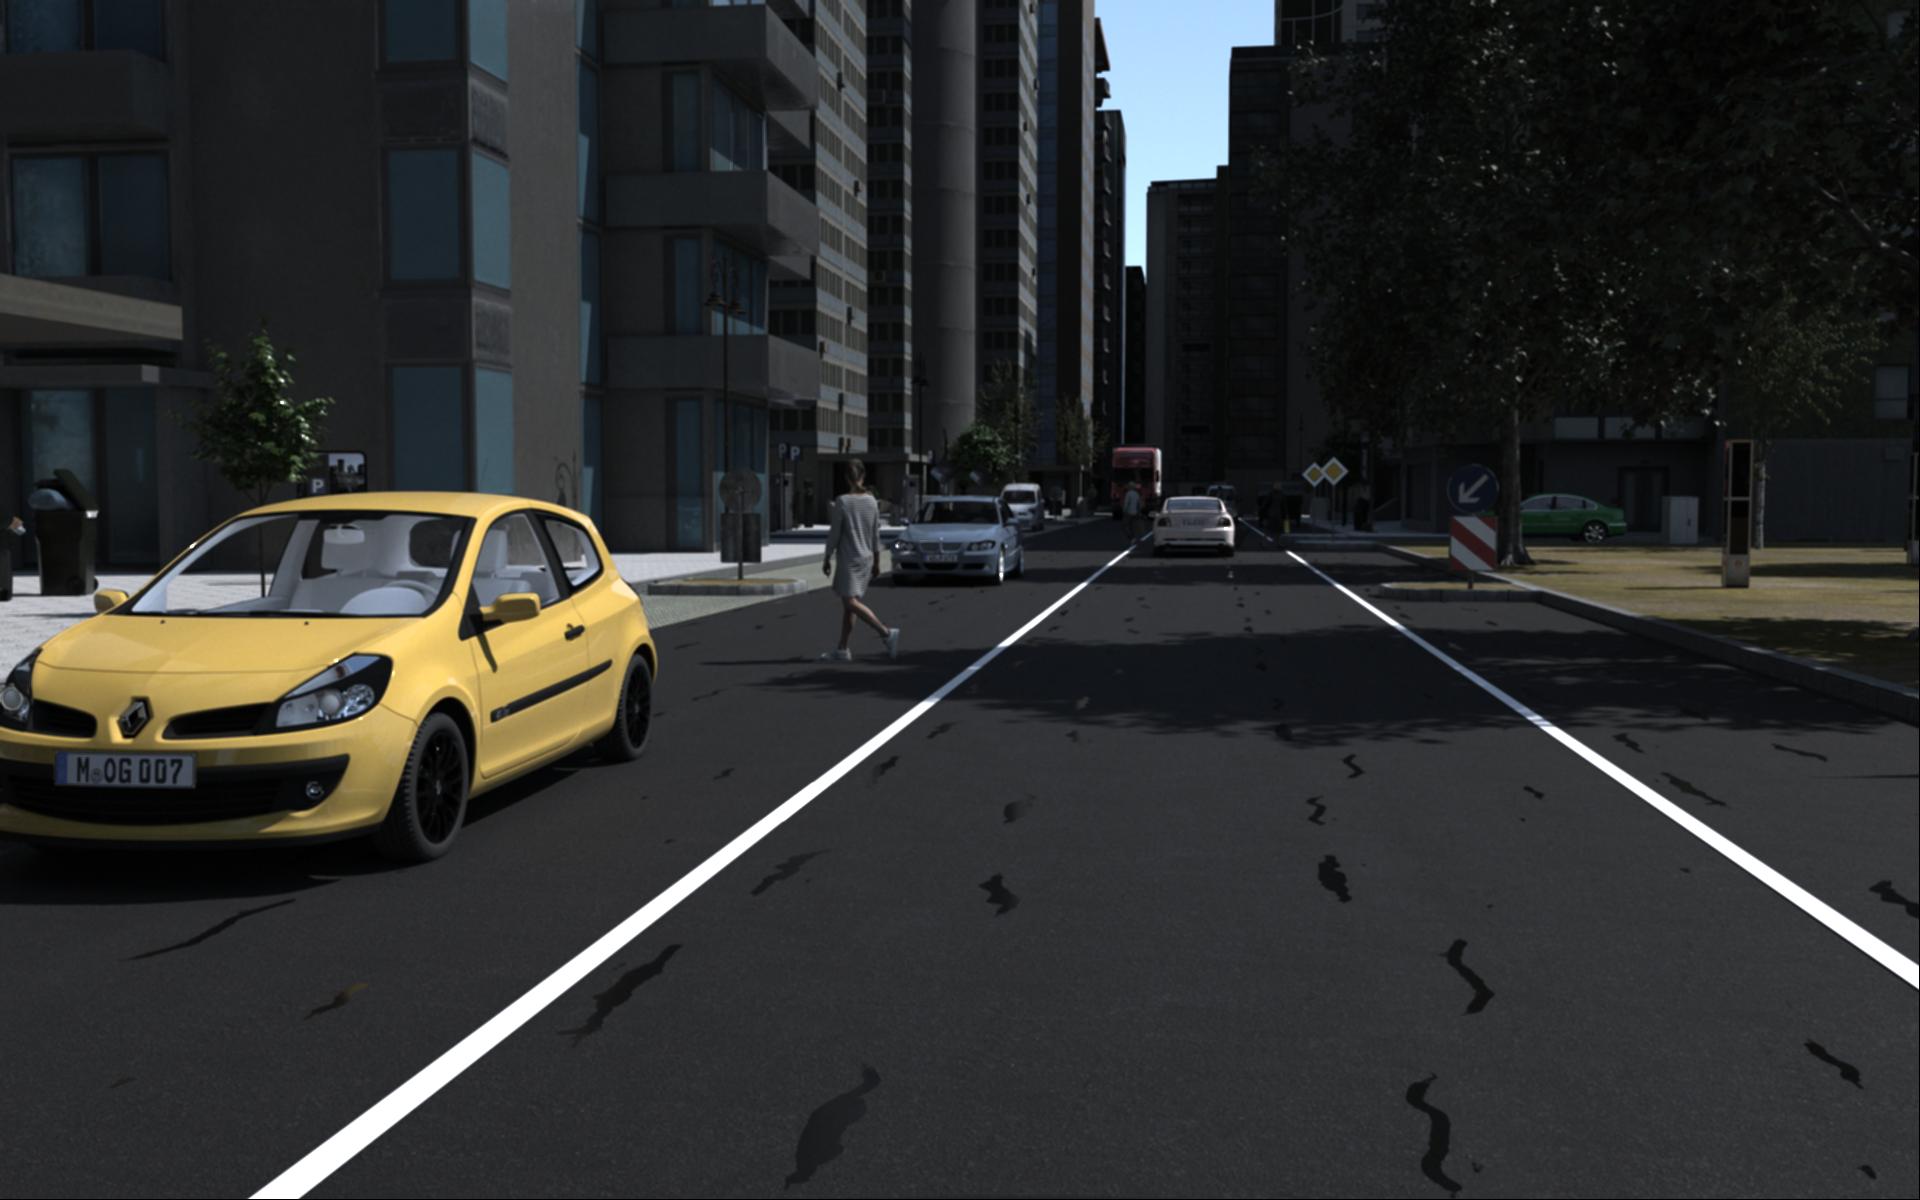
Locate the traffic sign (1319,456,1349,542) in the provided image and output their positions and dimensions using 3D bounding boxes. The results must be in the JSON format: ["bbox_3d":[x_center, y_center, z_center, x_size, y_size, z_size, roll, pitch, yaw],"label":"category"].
[{"bbox_3d":[9.951,-2.601,46.167,0.795,2.450,0.064,0,4,8],"label":"traffic sign"}]

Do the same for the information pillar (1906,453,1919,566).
[{"bbox_3d":[17.042,-1.606,30.749,0.304,2.012,0.304,1,4,14],"label":"information pillar"}]

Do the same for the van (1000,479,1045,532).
[{"bbox_3d":[2.315,-3.646,66.626,2.013,2.044,4.112,0,4,7],"label":"van"}]

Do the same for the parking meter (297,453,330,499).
[{"bbox_3d":[-9.268,-1.171,24.855,0.399,1.863,0.255,-3,5,-41],"label":"parking meter"}]

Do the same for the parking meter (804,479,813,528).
[{"bbox_3d":[-5.772,-3.689,66.022,0.255,1.863,0.399,-2,4,-24],"label":"parking meter"}]

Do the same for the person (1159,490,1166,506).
[{"bbox_3d":[17.265,-8.465,147.625,0.721,1.743,1.217,-1,4,-22],"label":"person"}]

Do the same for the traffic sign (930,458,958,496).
[{"bbox_3d":[-0.439,-2.691,47.637,0.795,2.450,0.064,0,4,8],"label":"traffic sign"}]

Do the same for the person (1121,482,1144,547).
[{"bbox_3d":[4.762,-2.350,47.401,0.515,1.767,0.782,3,5,44],"label":"person"}]

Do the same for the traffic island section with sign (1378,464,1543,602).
[{"bbox_3d":[6.863,-0.938,23.966,1.989,1.847,2.006,0,4,8],"label":"traffic island section with sign"}]

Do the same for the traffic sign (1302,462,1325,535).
[{"bbox_3d":[11.059,-3.085,54.075,0.795,2.450,0.064,0,4,8],"label":"traffic sign"}]

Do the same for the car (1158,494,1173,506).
[{"bbox_3d":[24.153,-11.730,203.783,2.014,1.417,4.499,1,4,9],"label":"car"}]

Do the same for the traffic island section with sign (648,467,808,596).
[{"bbox_3d":[-3.283,-1.011,25.162,1.989,1.847,2.006,0,4,8],"label":"traffic island section with sign"}]

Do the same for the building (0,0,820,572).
[{"bbox_3d":[-19.143,-25.610,38.333,30.456,49.044,23.786,0,4,8],"label":"building"}]

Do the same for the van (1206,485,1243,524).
[{"bbox_3d":[12.815,-4.751,84.682,2.013,2.044,4.112,1,4,9],"label":"van"}]

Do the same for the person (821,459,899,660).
[{"bbox_3d":[-0.853,-0.342,14.835,0.760,1.731,0.466,1,4,18],"label":"person"}]

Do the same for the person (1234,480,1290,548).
[{"bbox_3d":[7.996,-2.275,45.906,1.509,1.804,0.699,2,4,29],"label":"person"}]

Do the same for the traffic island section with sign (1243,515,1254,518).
[{"bbox_3d":[18.395,-5.967,106.187,1.989,1.847,2.006,0,4,8],"label":"traffic island section with sign"}]

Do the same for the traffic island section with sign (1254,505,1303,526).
[{"bbox_3d":[14.582,-4.308,79.062,1.989,1.847,2.006,0,4,8],"label":"traffic island section with sign"}]

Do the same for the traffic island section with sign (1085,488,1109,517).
[{"bbox_3d":[8.272,-6.057,107.654,1.989,1.847,2.006,0,4,8],"label":"traffic island section with sign"}]

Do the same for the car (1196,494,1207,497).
[{"bbox_3d":[19.677,-7.968,139.071,1.959,1.807,4.718,1,4,10],"label":"car"}]

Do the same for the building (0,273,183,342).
[{"bbox_3d":[-22.748,-25.361,3.884,28.713,52.752,27.495,0,4,8],"label":"building"}]

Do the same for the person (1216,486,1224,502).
[{"bbox_3d":[12.184,-4.422,80.830,0.654,1.822,0.581,1,4,9],"label":"person"}]

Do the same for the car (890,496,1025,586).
[{"bbox_3d":[0.036,-1.025,28.755,2.014,1.417,4.499,1,4,9],"label":"car"}]

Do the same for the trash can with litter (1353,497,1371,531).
[{"bbox_3d":[14.003,-2.968,59.906,0.624,1.170,1.055,-1,4,-10],"label":"trash can with litter"}]

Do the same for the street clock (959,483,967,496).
[{"bbox_3d":[0.186,-4.941,85.353,0.358,2.002,0.471,-3,5,-40],"label":"street clock"}]

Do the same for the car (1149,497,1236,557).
[{"bbox_3d":[5.498,-1.747,40.924,2.083,1.381,4.827,0,4,7],"label":"car"}]

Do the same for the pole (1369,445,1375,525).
[{"bbox_3d":[17.148,-4.786,72.089,0.158,3.312,0.155,0,3,0],"label":"pole"}]

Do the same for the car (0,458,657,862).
[{"bbox_3d":[-2.719,0.133,8.045,2.015,1.641,3.980,0,4,7],"label":"car"}]

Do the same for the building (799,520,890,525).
[{"bbox_3d":[-17.444,-23.676,78.979,32.217,40.220,23.993,0,4,8],"label":"building"}]

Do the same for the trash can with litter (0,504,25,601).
[{"bbox_3d":[-11.489,-0.560,20.546,0.624,1.170,1.055,-1,4,-22],"label":"trash can with litter"}]

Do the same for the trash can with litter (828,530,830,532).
[{"bbox_3d":[-3.645,-2.908,58.607,1.678,1.210,2.233,-1,4,-12],"label":"trash can with litter"}]

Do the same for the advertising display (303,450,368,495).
[{"bbox_3d":[-9.284,-1.251,25.671,0.974,1.923,0.123,-1,4,-16],"label":"advertising display"}]

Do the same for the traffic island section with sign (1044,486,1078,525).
[{"bbox_3d":[4.493,-4.405,80.657,1.989,1.847,2.006,0,4,8],"label":"traffic island section with sign"}]

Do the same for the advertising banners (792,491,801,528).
[{"bbox_3d":[-6.912,-4.239,65.491,2.074,3.025,0.090,2,4,27],"label":"advertising banners"}]

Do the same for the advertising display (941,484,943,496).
[{"bbox_3d":[-1.162,-5.652,97.624,0.974,1.923,0.123,3,5,43],"label":"advertising display"}]

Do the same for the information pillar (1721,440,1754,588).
[{"bbox_3d":[10.638,-1.175,23.706,0.304,2.012,0.304,1,4,12],"label":"information pillar"}]

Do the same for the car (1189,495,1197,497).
[{"bbox_3d":[19.691,-8.085,144.766,1.945,1.354,3.894,0,4,6],"label":"car"}]

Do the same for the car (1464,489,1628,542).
[{"bbox_3d":[16.499,-2.483,49.388,4.718,1.807,1.959,0,4,7],"label":"car"}]

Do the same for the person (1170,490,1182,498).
[{"bbox_3d":[19.356,-8.949,154.906,1.350,1.814,0.705,0,4,-1],"label":"person"}]

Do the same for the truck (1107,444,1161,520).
[{"bbox_3d":[10.095,-6.733,99.002,2.839,4.237,11.283,1,4,8],"label":"truck"}]

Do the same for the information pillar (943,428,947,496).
[{"bbox_3d":[-0.536,-4.288,61.461,0.183,3.616,0.504,-1,4,-10],"label":"information pillar"}]

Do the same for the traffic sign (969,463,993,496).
[{"bbox_3d":[0.669,-3.175,55.546,0.795,2.450,0.064,0,4,8],"label":"traffic sign"}]
